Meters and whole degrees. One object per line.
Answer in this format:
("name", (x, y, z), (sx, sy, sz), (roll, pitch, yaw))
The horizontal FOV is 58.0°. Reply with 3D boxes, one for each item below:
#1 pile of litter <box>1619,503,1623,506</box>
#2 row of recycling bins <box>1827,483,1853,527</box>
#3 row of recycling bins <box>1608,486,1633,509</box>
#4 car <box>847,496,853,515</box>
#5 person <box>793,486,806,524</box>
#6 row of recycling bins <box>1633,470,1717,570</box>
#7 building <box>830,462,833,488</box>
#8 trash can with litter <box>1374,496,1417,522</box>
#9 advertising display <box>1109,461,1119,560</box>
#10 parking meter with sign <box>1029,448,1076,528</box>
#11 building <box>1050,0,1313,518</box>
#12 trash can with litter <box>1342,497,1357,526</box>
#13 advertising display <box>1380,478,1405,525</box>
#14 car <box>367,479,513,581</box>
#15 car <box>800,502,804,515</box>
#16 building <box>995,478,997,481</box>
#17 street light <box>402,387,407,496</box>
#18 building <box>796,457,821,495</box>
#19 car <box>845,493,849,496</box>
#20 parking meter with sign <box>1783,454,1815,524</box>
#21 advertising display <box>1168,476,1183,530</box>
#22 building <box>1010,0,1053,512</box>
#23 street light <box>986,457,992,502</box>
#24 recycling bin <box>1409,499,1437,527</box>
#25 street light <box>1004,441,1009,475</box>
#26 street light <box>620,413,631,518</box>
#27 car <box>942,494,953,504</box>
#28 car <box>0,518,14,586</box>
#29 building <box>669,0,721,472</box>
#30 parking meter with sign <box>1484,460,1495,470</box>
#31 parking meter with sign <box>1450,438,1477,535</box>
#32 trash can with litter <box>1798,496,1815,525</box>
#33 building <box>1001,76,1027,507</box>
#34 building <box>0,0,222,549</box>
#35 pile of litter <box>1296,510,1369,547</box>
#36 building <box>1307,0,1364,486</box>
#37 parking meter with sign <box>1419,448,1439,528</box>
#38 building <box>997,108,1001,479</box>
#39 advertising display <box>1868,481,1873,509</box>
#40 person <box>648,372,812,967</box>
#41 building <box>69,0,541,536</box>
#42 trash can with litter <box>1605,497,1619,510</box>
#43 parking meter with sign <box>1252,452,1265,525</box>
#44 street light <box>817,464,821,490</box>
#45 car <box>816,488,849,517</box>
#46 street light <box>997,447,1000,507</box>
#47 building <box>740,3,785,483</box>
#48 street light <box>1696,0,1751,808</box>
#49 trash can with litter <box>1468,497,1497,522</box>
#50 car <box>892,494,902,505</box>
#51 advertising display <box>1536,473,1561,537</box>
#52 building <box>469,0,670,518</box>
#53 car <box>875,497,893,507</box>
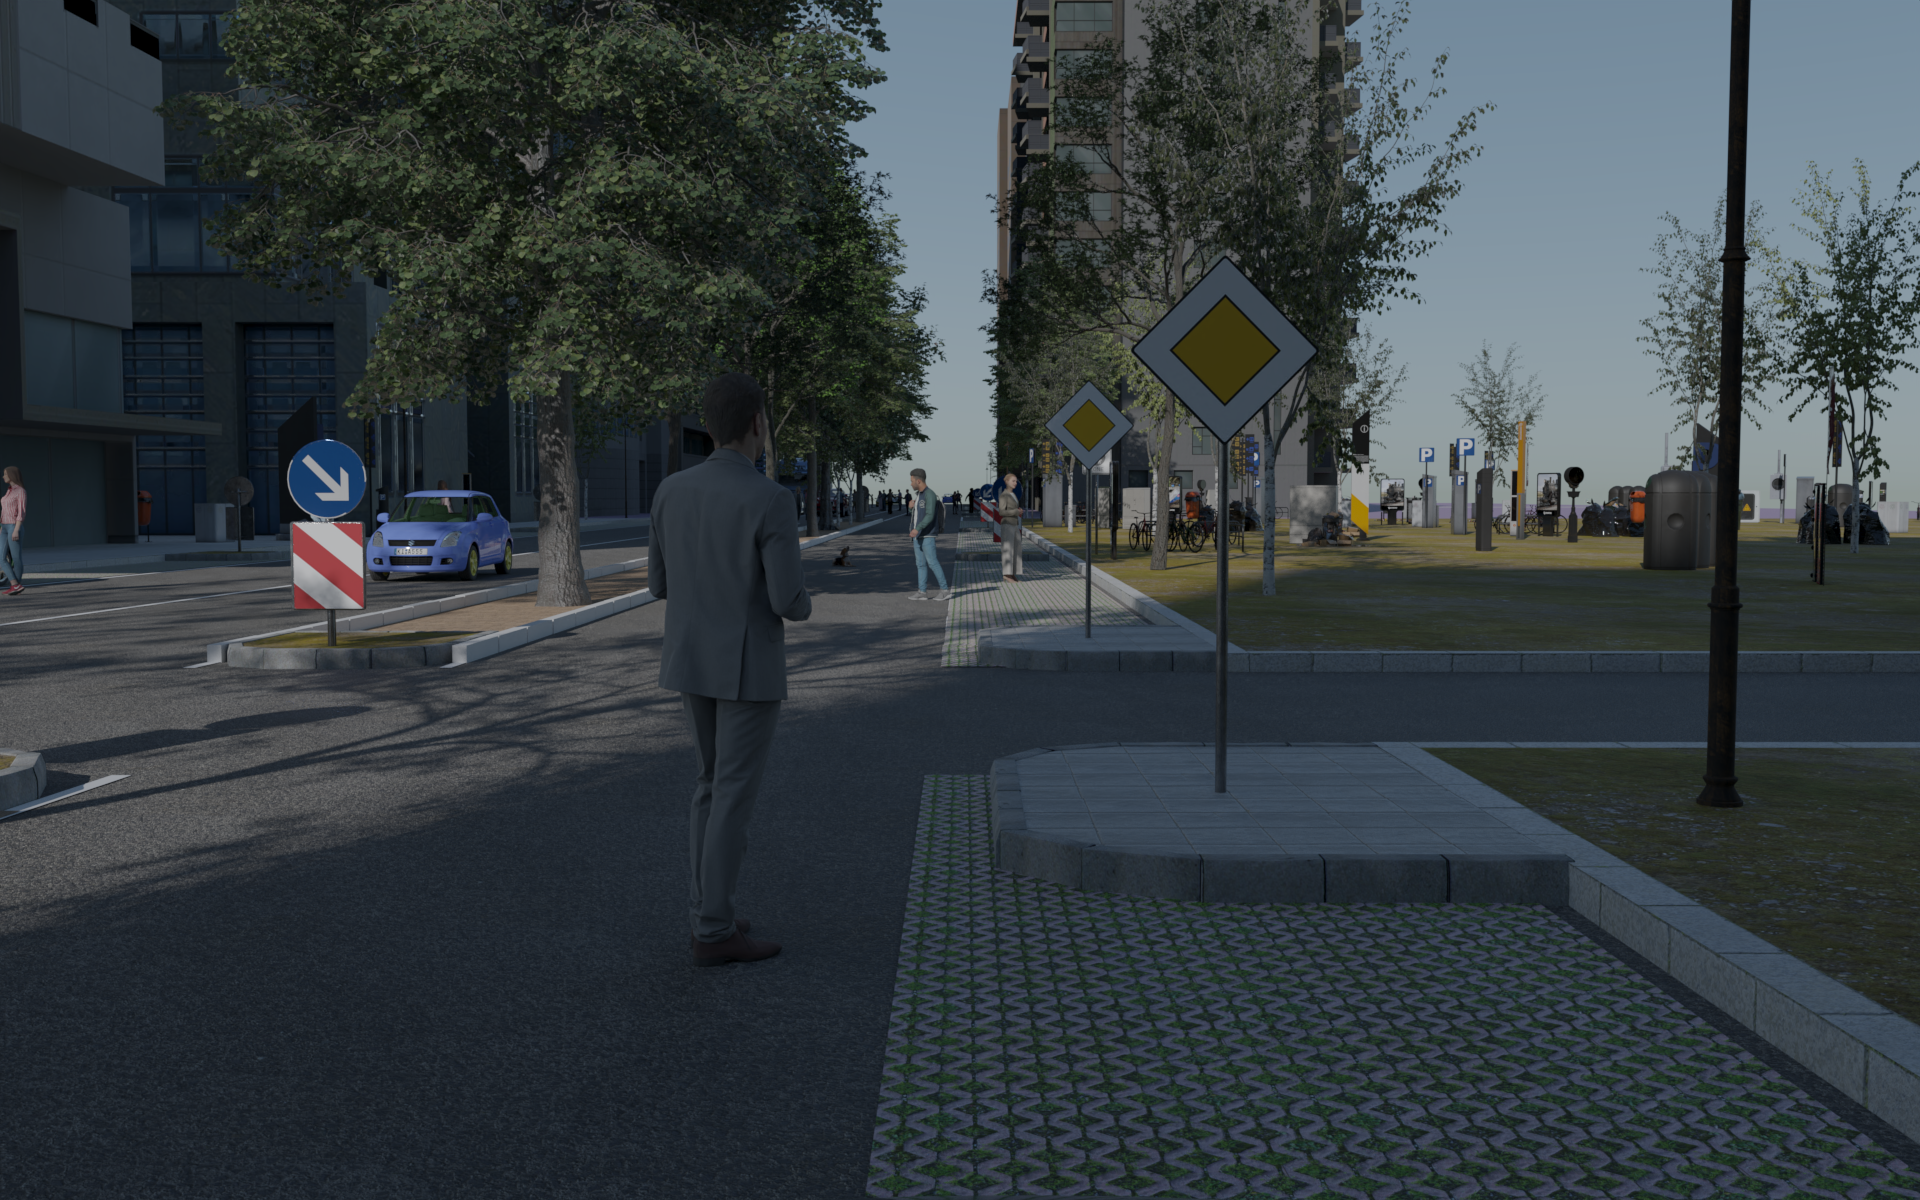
("pile of litter", (30.623, -4.065, 80.428), (1.719, 0.858, 1.176), (2, 4, 32))
("row of recycling bins", (34.853, -3.752, 68.453), (1.069, 1.692, 3.534), (2, 4, 28))
("row of recycling bins", (32.839, -4.725, 84.359), (1.069, 1.692, 3.534), (-1, 4, -15))
("car", (-8.111, -6.362, 116.017), (2.014, 1.417, 4.499), (0, 4, 0))
("person", (-7.611, -4.498, 82.227), (0.709, 1.800, 0.728), (-1, 4, -17))
("row of recycling bins", (12.837, -1.435, 30.572), (1.069, 1.692, 3.534), (2, 4, 32))
("building", (-25.452, -34.158, 242.073), (14.154, 41.232, 14.086), (0, 4, 0))
("trash can with litter", (20.729, -4.409, 83.143), (1.678, 1.210, 2.233), (3, 4, 39))
("advertising display", (3.033, -1.772, 34.181), (0.123, 1.923, 0.974), (0, 4, 1))
("parking meter with sign", (3.572, -4.292, 66.434), (1.738, 3.016, 0.543), (-1, 4, -14))
("building", (12.138, -20.113, 100.556), (14.160, 30.474, 14.107), (0, 4, 0))
("trash can with litter", (15.155, -3.610, 70.084), (2.233, 1.210, 1.678), (0, 4, 7))
("advertising display", (17.878, -4.062, 71.635), (0.974, 1.923, 0.123), (0, 4, 7))
("car", (-8.881, -1.229, 29.691), (1.945, 1.707, 3.694), (0, 4, -1))
("car", (-11.729, -6.517, 118.916), (2.083, 1.381, 4.827), (0, 4, -1))
("building", (16.533, -36.726, 220.073), (23.786, 49.044, 30.456), (0, 4, 0))
("street light", (-17.830, -5.065, 55.601), (0.468, 5.910, 1.993), (0, 4, 0))
("building", (-32.121, -23.009, 221.240), (27.650, 21.520, 28.899), (0, 4, 0))
("car", (-12.860, -11.278, 193.988), (1.945, 1.707, 3.694), (0, 4, -1))
("parking meter with sign", (36.534, -4.806, 74.839), (1.738, 3.016, 0.543), (2, 4, 29))
("advertising display", (7.563, -3.462, 61.819), (0.123, 1.923, 0.974), (-3, 4, -36))
("building", (15.628, -30.326, 150.453), (22.147, 44.769, 28.867), (0, 4, 0))
("street light", (3.712, -14.499, 209.853), (0.468, 5.910, 1.993), (0, 4, 0))
("recycling bin", (18.240, -3.394, 68.042), (0.722, 1.027, 0.722), (3, 5, 41))
("street light", (3.443, -9.368, 125.947), (0.468, 5.910, 1.993), (0, 4, 0))
("street light", (-17.806, -7.305, 92.221), (0.468, 5.910, 1.993), (0, 4, 0))
("car", (-1.556, -13.751, 234.422), (1.945, 1.707, 3.694), (0, 4, 1))
("car", (-15.685, -1.012, 25.348), (1.959, 1.807, 4.718), (0, 3, 0))
("building", (-29.994, -30.946, 129.672), (21.300, 48.544, 21.600), (0, 4, 0))
("parking meter with sign", (26.620, -5.631, 88.334), (0.543, 3.016, 1.738), (-1, 4, -9))
("parking meter with sign", (15.842, -3.582, 54.821), (0.543, 3.016, 1.738), (0, 4, 7))
("trash can with litter", (35.520, -3.700, 71.556), (2.233, 1.210, 1.678), (-2, 4, -27))
("building", (12.083, -32.578, 182.768), (14.600, 45.320, 14.200), (0, 4, 0))
("building", (-32.449, -26.939, 29.697), (28.713, 52.752, 27.495), (0, 4, 0))
("pile of litter", (9.189, -1.754, 42.640), (1.719, 0.858, 1.176), (1, 4, 22))
("building", (15.478, -28.564, 121.640), (22.147, 44.769, 28.867), (0, 4, 0))
("parking meter with sign", (17.836, -4.247, 65.700), (0.543, 3.016, 1.738), (2, 4, 25))
("building", (11.234, -33.462, 197.209), (14.600, 45.320, 14.200), (0, 4, 0))
("advertising display", (44.671, -4.879, 84.978), (0.123, 1.923, 0.974), (2, 4, 31))
("person", (-0.657, 0.202, 5.403), (0.606, 1.804, 0.583), (2, 4, 30))
("building", (-29.138, -46.065, 65.836), (22.319, 86.520, 31.000), (0, 4, 0))
("trash can with litter", (23.752, -3.205, 63.791), (1.055, 1.170, 0.624), (2, 4, 35))
("parking meter with sign", (12.617, -4.683, 72.823), (0.543, 3.016, 1.738), (2, 4, 30))
("street light", (-17.530, -14.859, 215.734), (0.468, 5.910, 1.993), (0, 4, 0))
("car", (-8.282, -6.262, 111.058), (2.281, 1.827, 5.304), (0, 4, 1))
("street light", (3.699, -11.813, 165.928), (0.468, 5.910, 1.993), (0, 4, 0))
("building", (-29.462, -53.584, 188.764), (22.319, 86.520, 31.000), (0, 4, 0))
("street light", (3.144, -2.092, 6.989), (0.468, 5.910, 1.993), (0, 4, 0))
("trash can with litter", (23.692, -4.166, 79.165), (2.233, 1.210, 1.678), (-1, 4, -9))
("car", (-8.338, -12.846, 221.824), (2.131, 1.459, 4.920), (0, 4, -1))
("advertising display", (17.768, -2.879, 52.285), (0.123, 1.923, 0.974), (-1, 4, -20))
("building", (-30.422, -34.372, 103.976), (21.231, 58.520, 28.212), (0, 4, 0))
("car", (-8.522, -11.222, 193.707), (2.015, 1.641, 3.980), (0, 4, 0))
